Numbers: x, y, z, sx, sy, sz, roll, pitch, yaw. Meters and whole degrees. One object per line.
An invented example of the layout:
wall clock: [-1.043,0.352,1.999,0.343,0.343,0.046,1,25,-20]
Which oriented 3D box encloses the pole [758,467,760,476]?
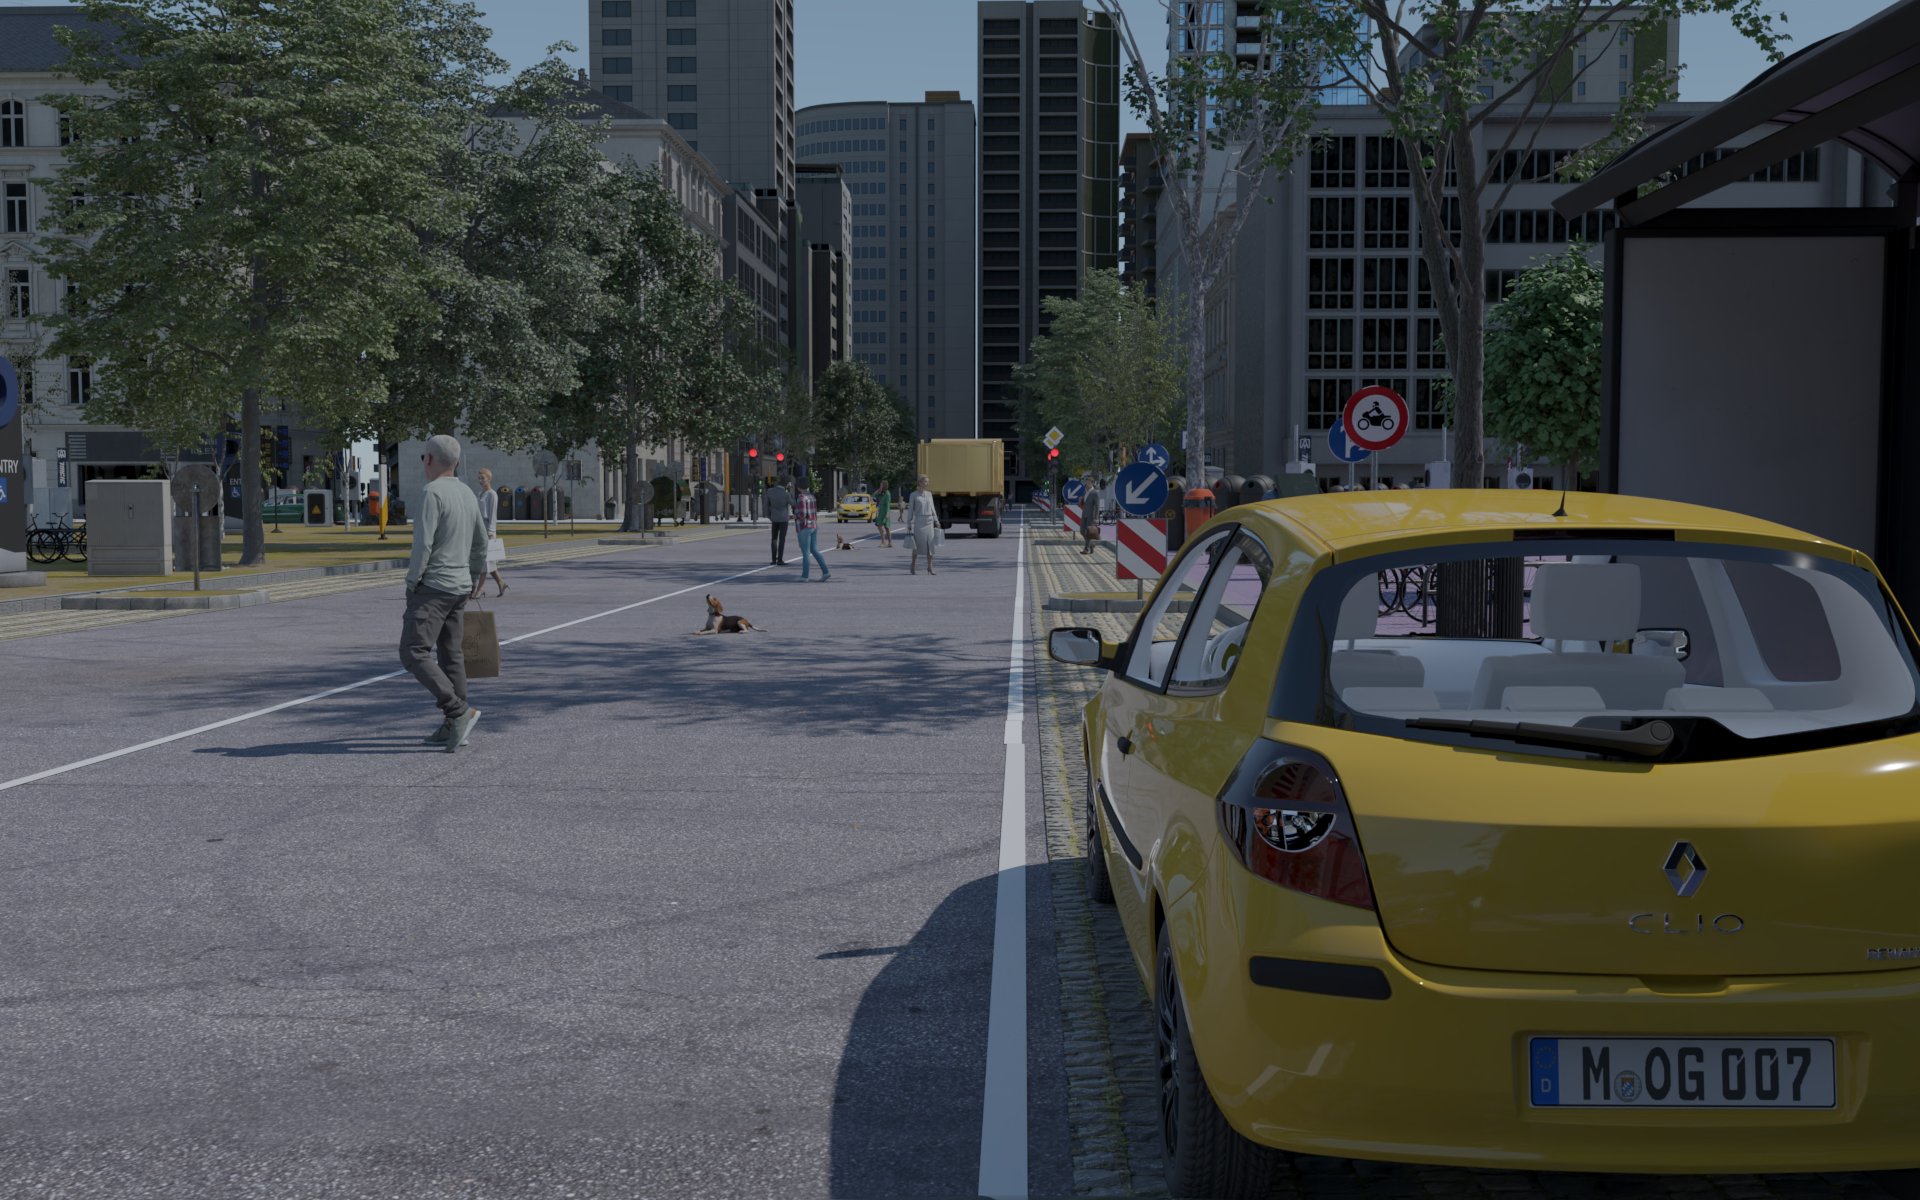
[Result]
pole: [-15.225,-8.380,130.860,0.158,3.312,0.155,0,3,0]

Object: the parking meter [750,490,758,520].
parking meter: [-10.027,-4.650,84.432,0.372,1.533,0.369,0,3,0]

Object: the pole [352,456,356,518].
pole: [-32.171,-5.998,91.914,0.158,3.312,0.155,0,3,0]

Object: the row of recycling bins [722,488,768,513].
row of recycling bins: [-14.835,-6.716,116.926,3.534,1.692,1.069,-2,4,-35]

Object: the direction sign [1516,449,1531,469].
direction sign: [27.625,-5.684,84.924,0.876,3.537,0.379,-1,4,-20]

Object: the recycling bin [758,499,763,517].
recycling bin: [-10.678,-5.075,95.531,0.722,1.027,0.722,-3,5,-39]

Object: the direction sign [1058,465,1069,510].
direction sign: [8.114,-8.806,135.975,0.876,3.537,0.379,-1,4,-20]

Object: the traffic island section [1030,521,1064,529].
traffic island section: [4.211,-3.506,79.602,2.009,0.180,2.903,0,4,2]

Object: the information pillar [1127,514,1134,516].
information pillar: [7.121,-4.122,71.881,0.304,2.012,0.304,-1,4,-11]

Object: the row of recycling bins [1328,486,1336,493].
row of recycling bins: [18.641,-4.737,84.561,1.069,1.692,3.534,1,4,20]

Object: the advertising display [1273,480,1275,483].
advertising display: [14.824,-4.656,81.343,0.974,1.923,0.123,0,4,1]

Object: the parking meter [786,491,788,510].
parking meter: [-10.380,-6.010,103.972,0.399,1.863,0.255,1,4,17]

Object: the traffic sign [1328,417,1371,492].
traffic sign: [6.308,-1.702,27.936,0.768,2.556,0.104,1,4,8]

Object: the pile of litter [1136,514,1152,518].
pile of litter: [9.341,-4.737,91.408,1.719,0.858,1.176,0,4,4]

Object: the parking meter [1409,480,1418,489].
parking meter: [18.535,-3.988,70.907,0.399,1.863,0.255,1,4,22]

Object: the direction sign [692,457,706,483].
direction sign: [-16.090,-7.029,106.914,0.876,3.537,0.379,-1,4,-22]

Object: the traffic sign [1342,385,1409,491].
traffic sign: [4.876,-1.241,20.392,0.768,2.556,0.104,0,4,6]

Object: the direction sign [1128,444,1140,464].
direction sign: [7.899,-5.302,78.690,0.379,3.537,0.876,-2,4,-31]

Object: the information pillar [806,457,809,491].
information pillar: [-9.717,-7.268,110.193,0.183,3.616,0.504,0,4,5]

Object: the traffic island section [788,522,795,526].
traffic island section: [-8.272,-3.534,80.058,2.009,0.180,2.903,0,4,2]

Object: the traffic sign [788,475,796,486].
traffic sign: [-11.419,-7.109,116.338,0.768,2.556,0.104,0,4,8]

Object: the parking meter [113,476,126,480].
parking meter: [-27.886,-3.167,57.499,0.399,1.863,0.255,1,4,18]

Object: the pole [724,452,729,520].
pole: [-11.410,-5.561,84.763,0.158,3.312,0.155,0,3,0]

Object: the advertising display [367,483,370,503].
advertising display: [-33.761,-5.763,99.435,0.123,1.923,0.974,0,4,6]

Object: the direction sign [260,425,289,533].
direction sign: [-22.592,-3.985,57.146,0.876,3.537,0.379,-1,4,-13]

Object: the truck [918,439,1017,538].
truck: [0.164,-3.891,59.537,3.469,3.379,9.791,0,4,3]

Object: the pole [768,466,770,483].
pole: [-14.078,-8.194,127.819,0.158,3.312,0.155,0,3,0]

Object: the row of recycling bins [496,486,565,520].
row of recycling bins: [-21.043,-4.755,84.861,3.534,1.692,1.069,1,4,11]

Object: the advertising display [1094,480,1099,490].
advertising display: [6.412,-4.692,81.936,0.123,1.923,0.974,-2,4,-30]

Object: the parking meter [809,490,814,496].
parking meter: [-9.304,-6.109,108.290,0.372,1.533,0.369,0,3,0]

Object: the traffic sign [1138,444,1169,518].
traffic sign: [4.897,-2.675,43.839,0.768,2.556,0.104,0,4,7]

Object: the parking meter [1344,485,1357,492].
parking meter: [10.757,-2.406,47.749,0.372,1.533,0.369,0,3,0]

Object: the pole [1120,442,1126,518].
pole: [6.408,-4.547,68.194,0.158,3.312,0.155,0,3,0]

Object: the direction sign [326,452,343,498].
direction sign: [-33.469,-6.159,92.701,0.876,3.537,0.379,0,4,2]

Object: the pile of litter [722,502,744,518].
pile of litter: [-12.250,-4.904,94.149,1.176,0.858,1.719,3,4,37]

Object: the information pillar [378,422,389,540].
information pillar: [-16.246,-3.509,48.721,0.183,3.616,0.504,0,4,-1]

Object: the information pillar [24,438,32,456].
information pillar: [-38.856,-4.945,72.201,0.504,3.616,0.183,1,4,19]

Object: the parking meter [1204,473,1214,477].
parking meter: [6.549,-2.461,45.956,0.399,1.863,0.255,2,4,24]

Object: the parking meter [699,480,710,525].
parking meter: [-10.767,-4.115,72.985,0.255,1.863,0.399,2,4,33]

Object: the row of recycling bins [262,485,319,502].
row of recycling bins: [-32.644,-4.667,83.421,3.534,1.692,1.069,-3,5,-41]

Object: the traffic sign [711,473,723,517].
traffic sign: [-11.937,-5.080,85.188,0.606,2.300,0.079,0,4,6]

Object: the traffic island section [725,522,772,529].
traffic island section: [-8.561,-3.046,72.079,2.009,0.180,2.903,0,4,2]

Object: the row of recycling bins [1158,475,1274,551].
row of recycling bins: [5.707,-1.916,38.439,1.069,1.692,3.534,-2,4,-34]

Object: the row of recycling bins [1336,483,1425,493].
row of recycling bins: [16.292,-3.595,65.890,3.534,1.692,1.069,3,4,37]

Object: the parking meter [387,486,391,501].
parking meter: [-43.020,-7.635,130.541,0.255,1.863,0.399,-1,4,-22]

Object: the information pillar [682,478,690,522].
information pillar: [-12.804,-4.675,80.927,0.304,2.012,0.304,-2,4,-24]

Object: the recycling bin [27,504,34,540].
recycling bin: [-26.348,-2.235,49.097,0.722,1.027,0.722,1,4,19]

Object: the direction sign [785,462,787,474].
direction sign: [-12.270,-7.938,121.789,0.379,3.537,0.876,1,4,9]

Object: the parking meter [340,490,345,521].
parking meter: [-29.295,-4.524,82.374,0.372,1.533,0.369,0,3,0]
